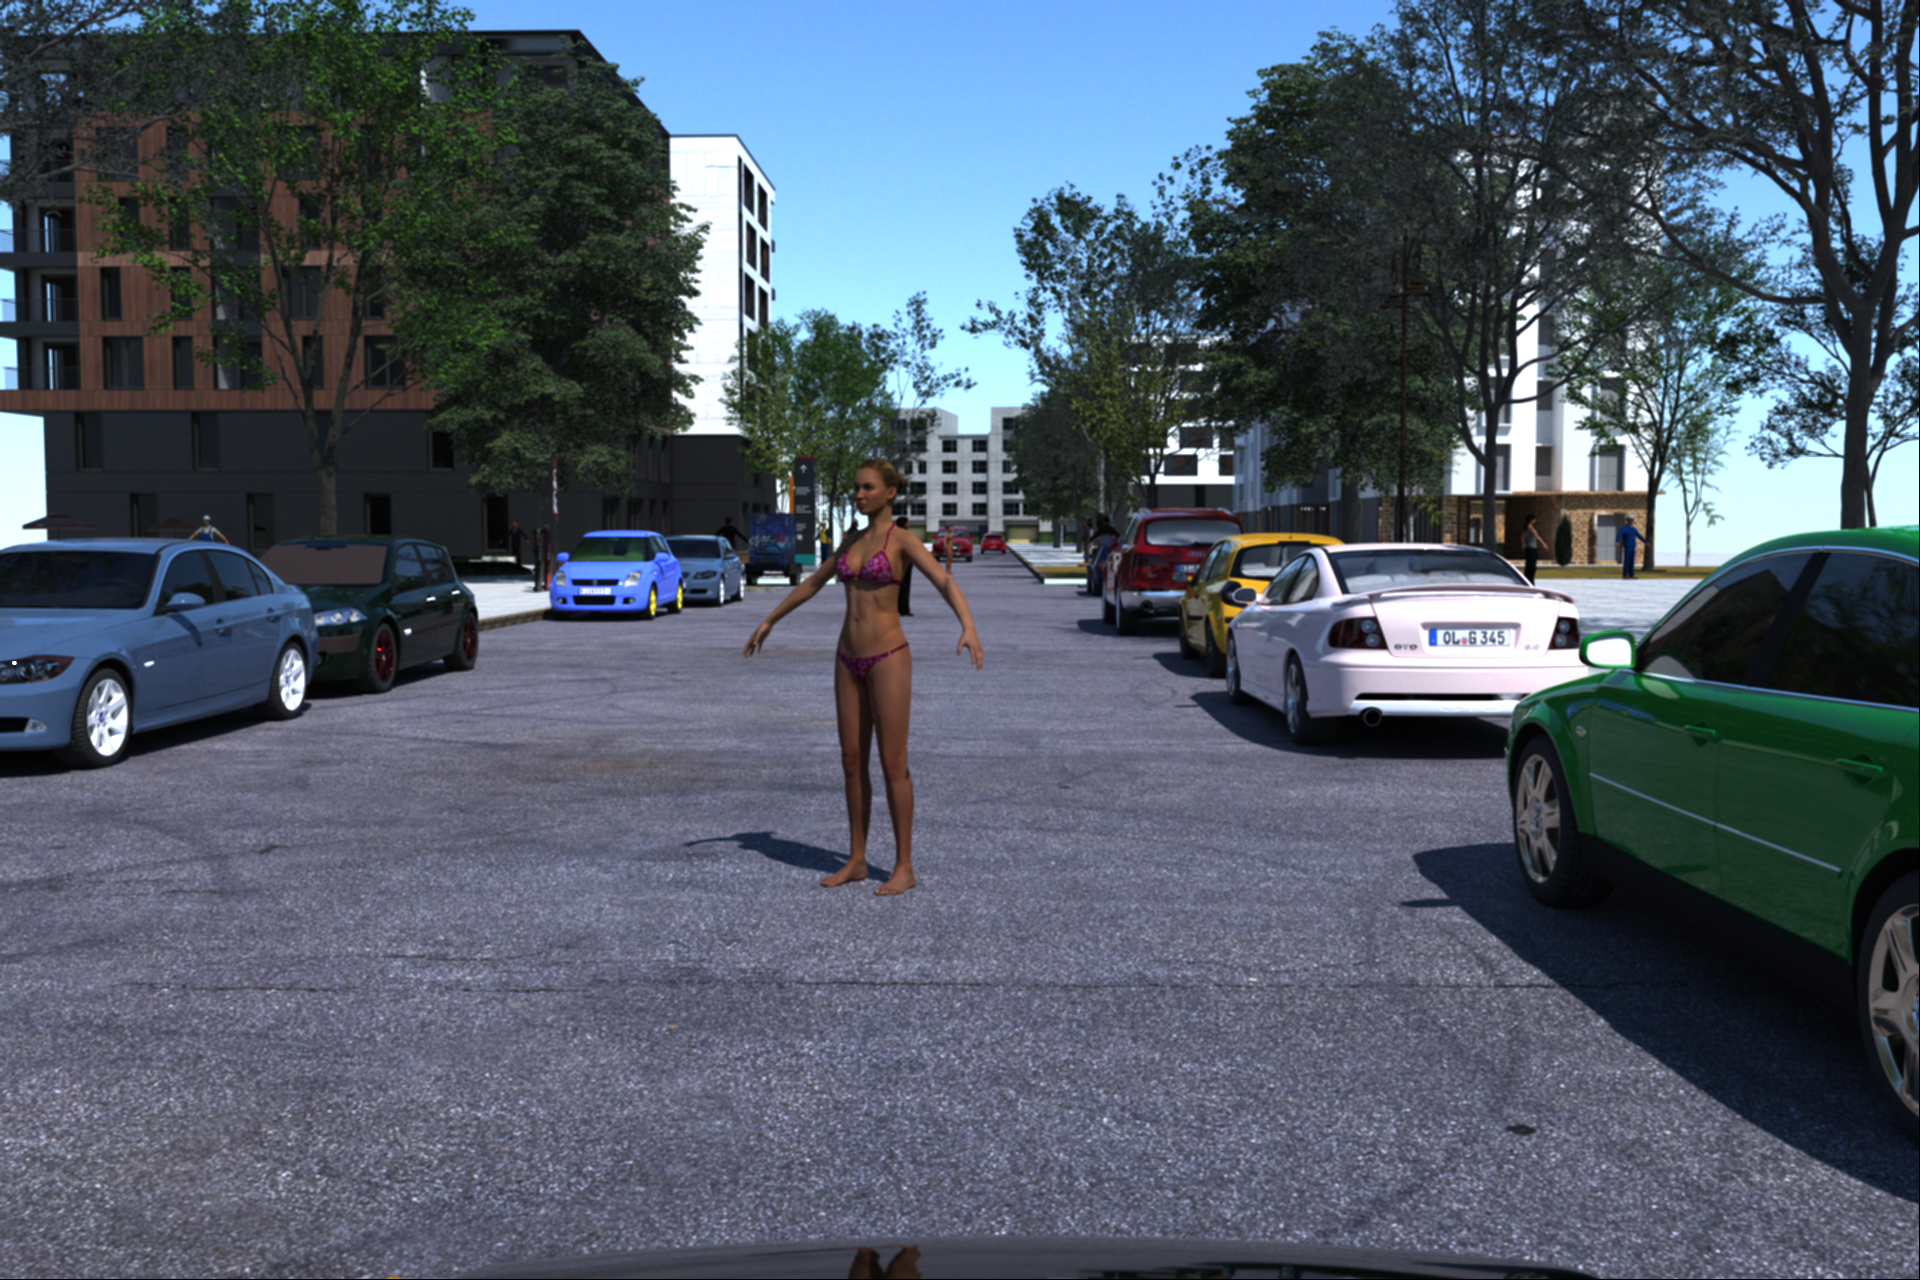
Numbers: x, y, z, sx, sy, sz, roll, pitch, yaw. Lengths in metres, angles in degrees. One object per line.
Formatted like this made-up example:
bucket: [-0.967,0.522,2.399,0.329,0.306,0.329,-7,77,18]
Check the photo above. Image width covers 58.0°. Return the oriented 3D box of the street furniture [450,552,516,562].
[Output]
street furniture: [-19.498,-2.838,62.023,5.734,0.657,10.072,-2,4,-31]

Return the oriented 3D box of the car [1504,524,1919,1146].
car: [3.097,0.214,5.295,1.959,1.807,4.718,0,3,0]

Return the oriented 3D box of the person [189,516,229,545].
person: [-23.027,-2.882,52.982,1.347,1.847,0.705,0,4,-7]

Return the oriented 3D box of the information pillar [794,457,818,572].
information pillar: [-5.204,-4.212,58.248,0.750,3.857,0.750,0,4,2]

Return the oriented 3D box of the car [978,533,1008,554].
car: [2.389,-7.075,124.714,2.155,1.783,4.494,0,4,1]

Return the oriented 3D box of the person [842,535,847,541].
person: [-5.449,-5.057,88.449,1.354,1.858,0.705,-2,4,-28]

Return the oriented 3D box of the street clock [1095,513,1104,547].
street clock: [4.764,-3.325,58.938,0.358,2.002,0.471,0,4,2]

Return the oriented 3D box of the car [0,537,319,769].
car: [-6.045,-0.008,12.131,2.014,1.417,4.499,0,4,2]

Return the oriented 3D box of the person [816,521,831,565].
person: [-5.602,-3.978,71.008,0.705,1.833,1.349,-2,4,-35]

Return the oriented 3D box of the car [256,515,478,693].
car: [-6.003,-0.429,16.809,2.009,1.686,4.222,0,4,1]

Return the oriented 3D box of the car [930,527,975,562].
car: [-0.375,-4.960,89.765,2.281,1.827,5.304,0,4,1]

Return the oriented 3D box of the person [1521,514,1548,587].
person: [13.223,-2.024,39.903,0.721,1.737,1.217,0,4,-7]

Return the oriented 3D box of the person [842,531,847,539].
person: [-5.517,-4.605,84.556,0.599,1.433,0.991,0,4,-7]

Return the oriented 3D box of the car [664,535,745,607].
car: [-5.516,-1.443,35.602,2.014,1.417,4.499,0,4,1]

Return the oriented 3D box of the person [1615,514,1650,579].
person: [18.985,-2.641,49.055,1.347,1.842,0.705,-2,4,-28]

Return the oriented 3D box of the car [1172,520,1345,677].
car: [3.358,-0.519,18.715,2.015,1.641,3.980,0,4,1]

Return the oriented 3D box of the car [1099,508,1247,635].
car: [3.271,-1.068,26.140,2.281,1.827,5.304,0,4,1]

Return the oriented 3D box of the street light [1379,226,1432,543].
street light: [6.745,-3.278,26.376,0.468,5.910,1.993,0,4,1]

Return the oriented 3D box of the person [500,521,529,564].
person: [-17.609,-3.816,68.619,1.346,1.802,0.704,1,4,20]

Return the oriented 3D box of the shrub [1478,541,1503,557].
shrub: [17.009,-2.734,55.810,1.383,1.207,1.383,0,3,0]

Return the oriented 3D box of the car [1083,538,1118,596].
car: [3.928,-1.745,41.116,1.945,1.354,3.894,0,4,1]

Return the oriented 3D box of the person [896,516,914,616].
person: [-0.919,-1.298,30.397,0.721,1.740,1.216,-2,4,-26]

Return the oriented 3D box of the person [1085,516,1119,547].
person: [4.370,-2.804,51.986,1.346,1.812,0.704,-2,4,-27]

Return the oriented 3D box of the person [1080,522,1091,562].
person: [5.508,-4.247,75.709,0.705,1.796,1.348,-1,4,-11]

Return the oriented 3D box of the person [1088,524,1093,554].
person: [6.650,-5.073,89.135,0.705,1.806,1.347,1,4,17]

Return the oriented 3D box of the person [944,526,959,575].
person: [-0.310,-3.194,61.475,0.721,1.733,1.217,1,4,22]

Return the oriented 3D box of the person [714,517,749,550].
person: [-6.951,-2.813,52.172,1.347,1.806,0.705,1,4,10]

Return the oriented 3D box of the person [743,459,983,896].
person: [-0.391,0.141,6.960,1.217,1.733,0.721,3,4,37]

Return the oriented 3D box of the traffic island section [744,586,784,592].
traffic island section: [-5.523,-1.289,43.945,1.991,0.108,1.994,0,4,2]

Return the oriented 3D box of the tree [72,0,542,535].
tree: [-11.308,-6.410,30.566,9.928,11.665,9.643,0,3,0]

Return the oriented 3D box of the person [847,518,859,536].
person: [-3.758,-3.442,62.062,0.705,1.856,1.354,1,4,23]

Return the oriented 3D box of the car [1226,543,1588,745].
car: [3.191,-0.047,13.126,2.083,1.381,4.827,0,4,0]

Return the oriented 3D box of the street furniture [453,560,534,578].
street furniture: [-16.749,-2.116,50.226,5.734,0.657,10.072,1,4,22]

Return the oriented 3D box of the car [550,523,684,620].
car: [-5.901,-1.244,29.933,1.945,1.707,3.694,0,4,1]

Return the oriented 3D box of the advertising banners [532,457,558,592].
advertising banners: [-9.303,-2.617,38.976,0.090,3.025,2.074,0,4,2]

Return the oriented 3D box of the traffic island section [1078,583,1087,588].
traffic island section: [4.182,-1.449,46.552,1.991,0.108,1.994,0,4,0]

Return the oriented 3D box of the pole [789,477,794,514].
pole: [-6.031,-4.169,62.014,0.158,3.312,0.155,0,3,0]

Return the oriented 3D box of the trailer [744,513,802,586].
trailer: [-5.204,-2.472,47.471,1.471,1.999,3.904,0,4,1]
